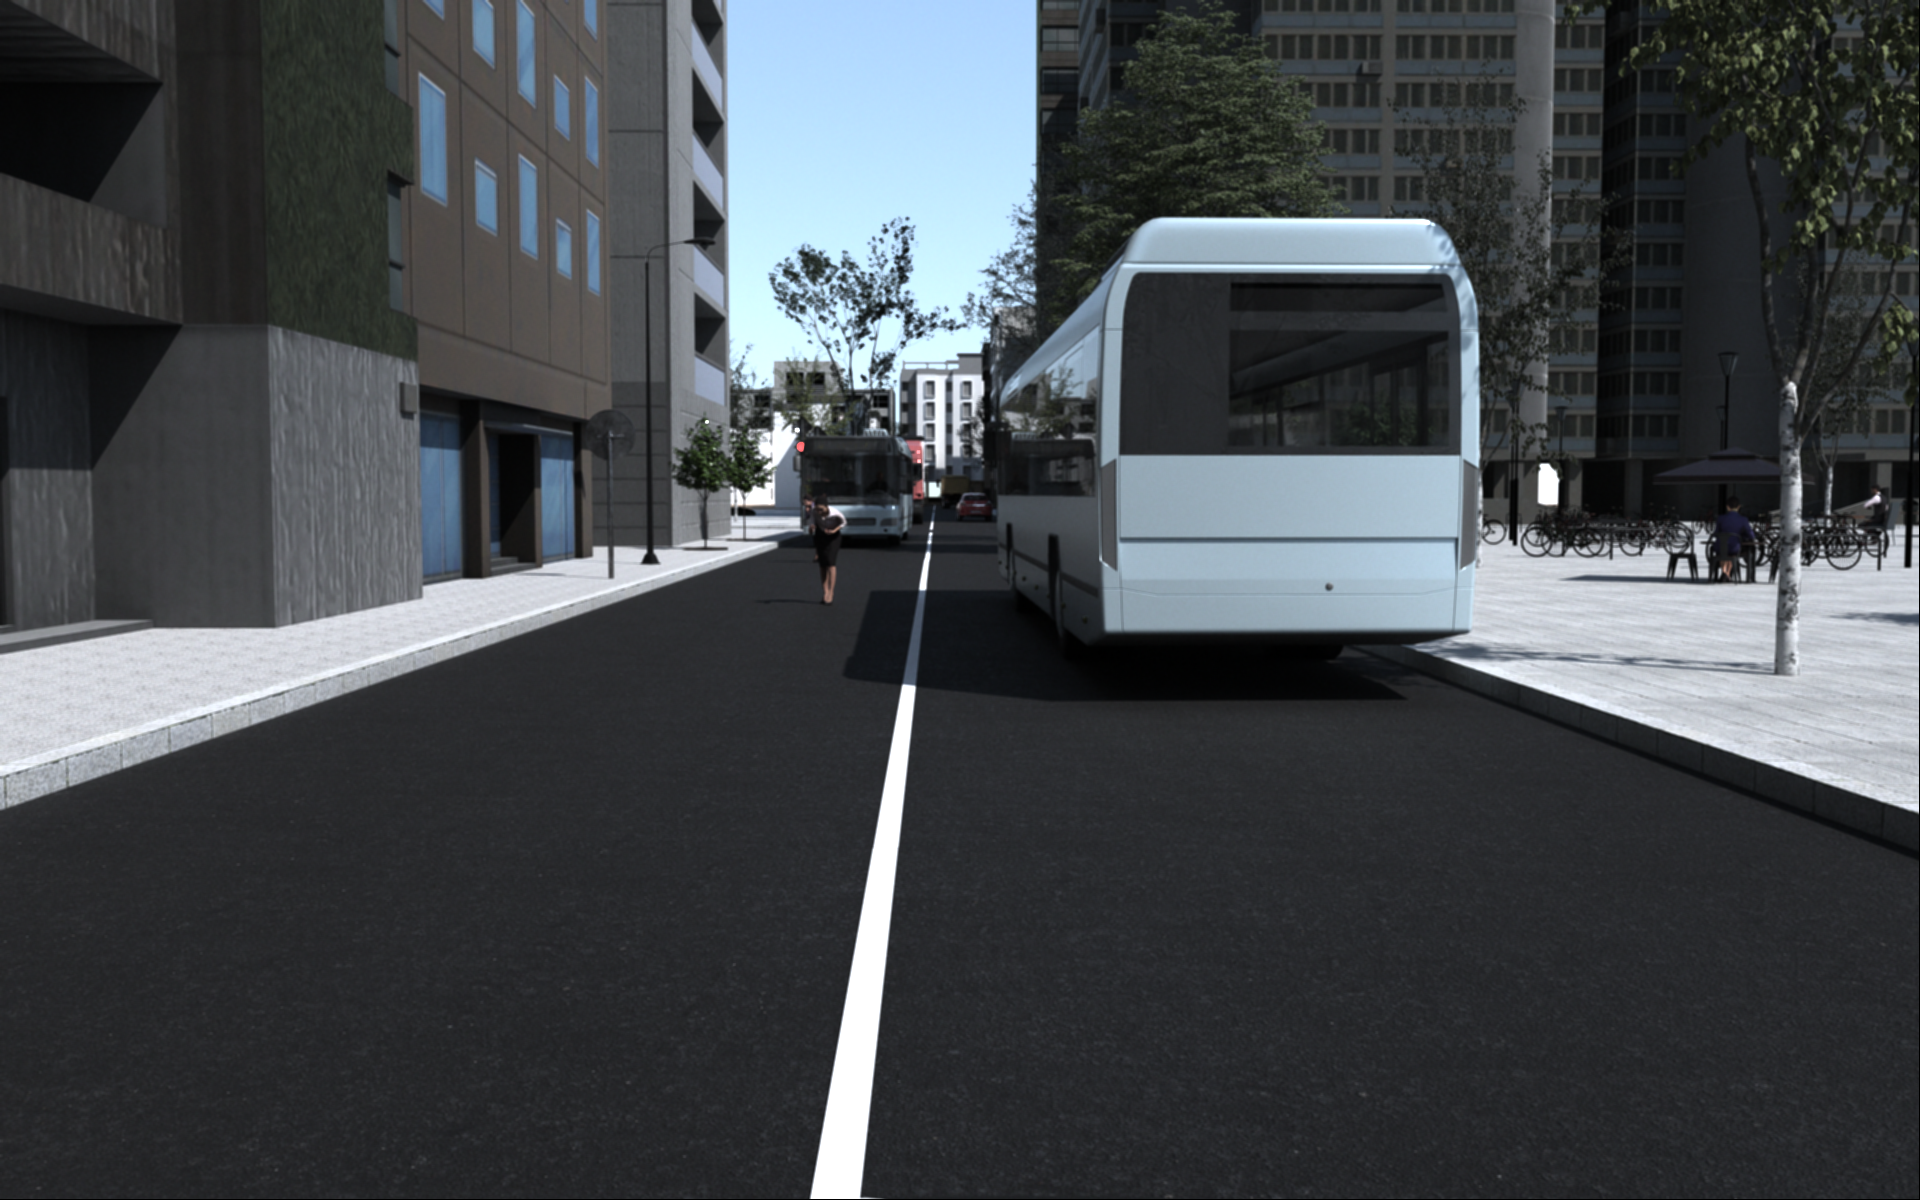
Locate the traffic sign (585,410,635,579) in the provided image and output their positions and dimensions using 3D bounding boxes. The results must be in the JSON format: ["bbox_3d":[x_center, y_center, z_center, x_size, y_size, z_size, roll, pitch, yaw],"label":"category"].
[{"bbox_3d":[-5.289,-1.595,26.185,0.768,2.556,0.104,0,4,0],"label":"traffic sign"}]

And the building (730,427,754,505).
[{"bbox_3d":[-23.438,-16.771,216.357,28.070,9.664,9.099,0,4,-1],"label":"building"}]

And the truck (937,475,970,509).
[{"bbox_3d":[-0.533,-10.907,174.256,3.469,3.379,9.791,0,4,-2],"label":"truck"}]

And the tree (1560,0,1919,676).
[{"bbox_3d":[5.874,-3.757,11.791,4.737,8.622,4.395,0,3,0],"label":"tree"}]

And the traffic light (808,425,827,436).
[{"bbox_3d":[-5.789,-4.995,70.584,0.839,4.253,0.868,0,4,-1],"label":"traffic light"}]

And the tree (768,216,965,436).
[{"bbox_3d":[-5.938,-15.989,117.311,12.611,20.169,13.585,0,3,0],"label":"tree"}]

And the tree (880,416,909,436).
[{"bbox_3d":[-8.725,-16.657,206.758,8.767,10.594,7.601,1,4,21],"label":"tree"}]

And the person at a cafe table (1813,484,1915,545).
[{"bbox_3d":[22.773,-2.152,43.702,1.698,1.524,1.622,-3,4,-37],"label":"person at a cafe table"}]

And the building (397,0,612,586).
[{"bbox_3d":[-13.961,-23.066,27.236,14.600,45.320,14.200,0,4,-1],"label":"building"}]

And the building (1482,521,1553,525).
[{"bbox_3d":[18.284,-24.154,86.795,23.993,40.220,32.217,0,4,-1],"label":"building"}]

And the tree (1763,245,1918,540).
[{"bbox_3d":[24.543,-6.009,48.614,4.360,8.622,3.978,0,3,0],"label":"tree"}]

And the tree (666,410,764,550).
[{"bbox_3d":[-5.766,-2.771,39.903,1.663,3.219,1.824,0,3,0],"label":"tree"}]

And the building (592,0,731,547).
[{"bbox_3d":[-21.242,-30.999,48.835,28.212,58.520,21.231,0,4,-1],"label":"building"}]

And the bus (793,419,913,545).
[{"bbox_3d":[-2.862,-3.440,51.096,2.948,3.499,13.247,0,4,0],"label":"bus"}]

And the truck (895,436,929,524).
[{"bbox_3d":[-3.003,-5.926,85.808,2.839,4.237,11.283,0,4,-1],"label":"truck"}]

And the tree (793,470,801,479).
[{"bbox_3d":[-7.857,-7.042,98.844,4.285,4.588,4.351,0,3,0],"label":"tree"}]

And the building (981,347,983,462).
[{"bbox_3d":[19.371,-24.496,244.488,32.646,21.610,27.936,0,4,-1],"label":"building"}]

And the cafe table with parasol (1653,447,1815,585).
[{"bbox_3d":[11.205,-1.236,25.079,2.610,1.966,2.610,0,4,-1],"label":"cafe table with parasol"}]

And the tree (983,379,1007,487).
[{"bbox_3d":[3.476,-9.448,104.831,4.360,8.622,3.978,0,3,0],"label":"tree"}]

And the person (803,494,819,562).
[{"bbox_3d":[-3.013,-1.496,36.188,0.421,1.427,0.697,2,4,35],"label":"person"}]

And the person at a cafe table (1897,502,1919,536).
[{"bbox_3d":[29.621,-2.669,52.146,1.622,1.524,1.698,0,4,-7],"label":"person at a cafe table"}]

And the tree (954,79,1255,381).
[{"bbox_3d":[5.054,-8.573,50.542,12.009,13.543,11.850,0,3,0],"label":"tree"}]

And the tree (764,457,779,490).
[{"bbox_3d":[-5.820,-3.252,47.777,1.663,3.219,1.824,0,3,0],"label":"tree"}]

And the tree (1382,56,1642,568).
[{"bbox_3d":[9.016,-4.843,29.551,4.360,8.622,3.978,0,3,0],"label":"tree"}]

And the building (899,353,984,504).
[{"bbox_3d":[-2.559,-23.359,238.347,11.380,20.091,16.016,0,4,-1],"label":"building"}]

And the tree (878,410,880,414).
[{"bbox_3d":[-7.941,-10.959,129.544,4.737,8.622,4.395,0,3,0],"label":"tree"}]

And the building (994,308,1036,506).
[{"bbox_3d":[12.262,-18.755,173.100,16.747,18.905,31.486,0,4,-1],"label":"building"}]

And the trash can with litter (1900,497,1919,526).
[{"bbox_3d":[38.919,-3.617,70.525,1.055,1.170,0.624,0,4,0],"label":"trash can with litter"}]

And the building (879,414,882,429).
[{"bbox_3d":[-13.041,-15.050,188.215,9.099,9.664,28.070,0,4,-1],"label":"building"}]

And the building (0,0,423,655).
[{"bbox_3d":[-13.536,-14.785,13.442,14.160,30.474,14.107,0,4,-1],"label":"building"}]

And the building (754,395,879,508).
[{"bbox_3d":[-12.790,-13.336,160.198,9.099,9.664,28.070,0,4,-1],"label":"building"}]

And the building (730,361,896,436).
[{"bbox_3d":[-24.808,-22.740,238.257,31.486,18.905,16.747,0,4,-1],"label":"building"}]

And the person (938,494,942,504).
[{"bbox_3d":[-2.181,-12.403,212.006,1.217,1.735,0.721,-1,4,-13],"label":"person"}]

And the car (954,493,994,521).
[{"bbox_3d":[0.743,-5.091,92.280,2.155,1.783,4.494,0,4,-2],"label":"car"}]

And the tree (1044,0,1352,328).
[{"bbox_3d":[5.800,-7.483,40.469,7.486,12.596,7.792,0,3,0],"label":"tree"}]

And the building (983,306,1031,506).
[{"bbox_3d":[17.432,-22.088,205.106,27.936,21.610,32.646,0,4,-1],"label":"building"}]

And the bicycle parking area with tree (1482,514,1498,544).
[{"bbox_3d":[14.709,-3.575,45.447,9.016,4.147,8.231,2,4,30],"label":"bicycle parking area with tree"}]

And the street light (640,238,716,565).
[{"bbox_3d":[-5.126,-3.607,31.524,1.470,5.913,1.316,0,4,-1],"label":"street light"}]

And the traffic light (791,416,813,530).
[{"bbox_3d":[-5.680,-4.506,62.600,0.839,4.253,0.868,0,4,-1],"label":"traffic light"}]

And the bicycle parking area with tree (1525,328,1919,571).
[{"bbox_3d":[15.869,-2.790,32.612,9.016,4.147,8.231,0,4,2],"label":"bicycle parking area with tree"}]

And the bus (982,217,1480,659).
[{"bbox_3d":[1.975,-1.427,18.185,2.948,3.499,13.247,0,4,-2],"label":"bus"}]

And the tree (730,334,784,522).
[{"bbox_3d":[-10.183,-7.859,78.860,4.360,8.622,3.978,0,3,0],"label":"tree"}]

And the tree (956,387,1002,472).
[{"bbox_3d":[3.696,-13.194,150.141,8.767,10.594,7.601,0,4,5],"label":"tree"}]

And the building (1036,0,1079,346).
[{"bbox_3d":[11.950,-26.360,114.581,14.154,41.232,14.086,0,4,-1],"label":"building"}]

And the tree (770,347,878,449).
[{"bbox_3d":[-7.456,-8.348,86.851,4.737,8.622,4.395,0,3,0],"label":"tree"}]

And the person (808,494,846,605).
[{"bbox_3d":[-1.765,-0.657,22.425,0.628,1.438,0.799,-2,4,-25],"label":"person"}]

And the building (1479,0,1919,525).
[{"bbox_3d":[43.016,-24.183,87.278,23.993,40.220,32.217,0,4,-1],"label":"building"}]

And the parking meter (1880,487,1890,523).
[{"bbox_3d":[34.172,-3.407,64.110,0.372,1.533,0.369,0,3,0],"label":"parking meter"}]

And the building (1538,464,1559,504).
[{"bbox_3d":[62.842,-16.850,217.640,28.070,9.664,9.099,0,4,-1],"label":"building"}]

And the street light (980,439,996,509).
[{"bbox_3d":[2.354,-10.601,145.865,1.470,5.913,1.316,0,4,-1],"label":"street light"}]

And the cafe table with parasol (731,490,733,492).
[{"bbox_3d":[-19.197,-8.164,138.343,2.610,1.966,2.610,3,5,41],"label":"cafe table with parasol"}]
